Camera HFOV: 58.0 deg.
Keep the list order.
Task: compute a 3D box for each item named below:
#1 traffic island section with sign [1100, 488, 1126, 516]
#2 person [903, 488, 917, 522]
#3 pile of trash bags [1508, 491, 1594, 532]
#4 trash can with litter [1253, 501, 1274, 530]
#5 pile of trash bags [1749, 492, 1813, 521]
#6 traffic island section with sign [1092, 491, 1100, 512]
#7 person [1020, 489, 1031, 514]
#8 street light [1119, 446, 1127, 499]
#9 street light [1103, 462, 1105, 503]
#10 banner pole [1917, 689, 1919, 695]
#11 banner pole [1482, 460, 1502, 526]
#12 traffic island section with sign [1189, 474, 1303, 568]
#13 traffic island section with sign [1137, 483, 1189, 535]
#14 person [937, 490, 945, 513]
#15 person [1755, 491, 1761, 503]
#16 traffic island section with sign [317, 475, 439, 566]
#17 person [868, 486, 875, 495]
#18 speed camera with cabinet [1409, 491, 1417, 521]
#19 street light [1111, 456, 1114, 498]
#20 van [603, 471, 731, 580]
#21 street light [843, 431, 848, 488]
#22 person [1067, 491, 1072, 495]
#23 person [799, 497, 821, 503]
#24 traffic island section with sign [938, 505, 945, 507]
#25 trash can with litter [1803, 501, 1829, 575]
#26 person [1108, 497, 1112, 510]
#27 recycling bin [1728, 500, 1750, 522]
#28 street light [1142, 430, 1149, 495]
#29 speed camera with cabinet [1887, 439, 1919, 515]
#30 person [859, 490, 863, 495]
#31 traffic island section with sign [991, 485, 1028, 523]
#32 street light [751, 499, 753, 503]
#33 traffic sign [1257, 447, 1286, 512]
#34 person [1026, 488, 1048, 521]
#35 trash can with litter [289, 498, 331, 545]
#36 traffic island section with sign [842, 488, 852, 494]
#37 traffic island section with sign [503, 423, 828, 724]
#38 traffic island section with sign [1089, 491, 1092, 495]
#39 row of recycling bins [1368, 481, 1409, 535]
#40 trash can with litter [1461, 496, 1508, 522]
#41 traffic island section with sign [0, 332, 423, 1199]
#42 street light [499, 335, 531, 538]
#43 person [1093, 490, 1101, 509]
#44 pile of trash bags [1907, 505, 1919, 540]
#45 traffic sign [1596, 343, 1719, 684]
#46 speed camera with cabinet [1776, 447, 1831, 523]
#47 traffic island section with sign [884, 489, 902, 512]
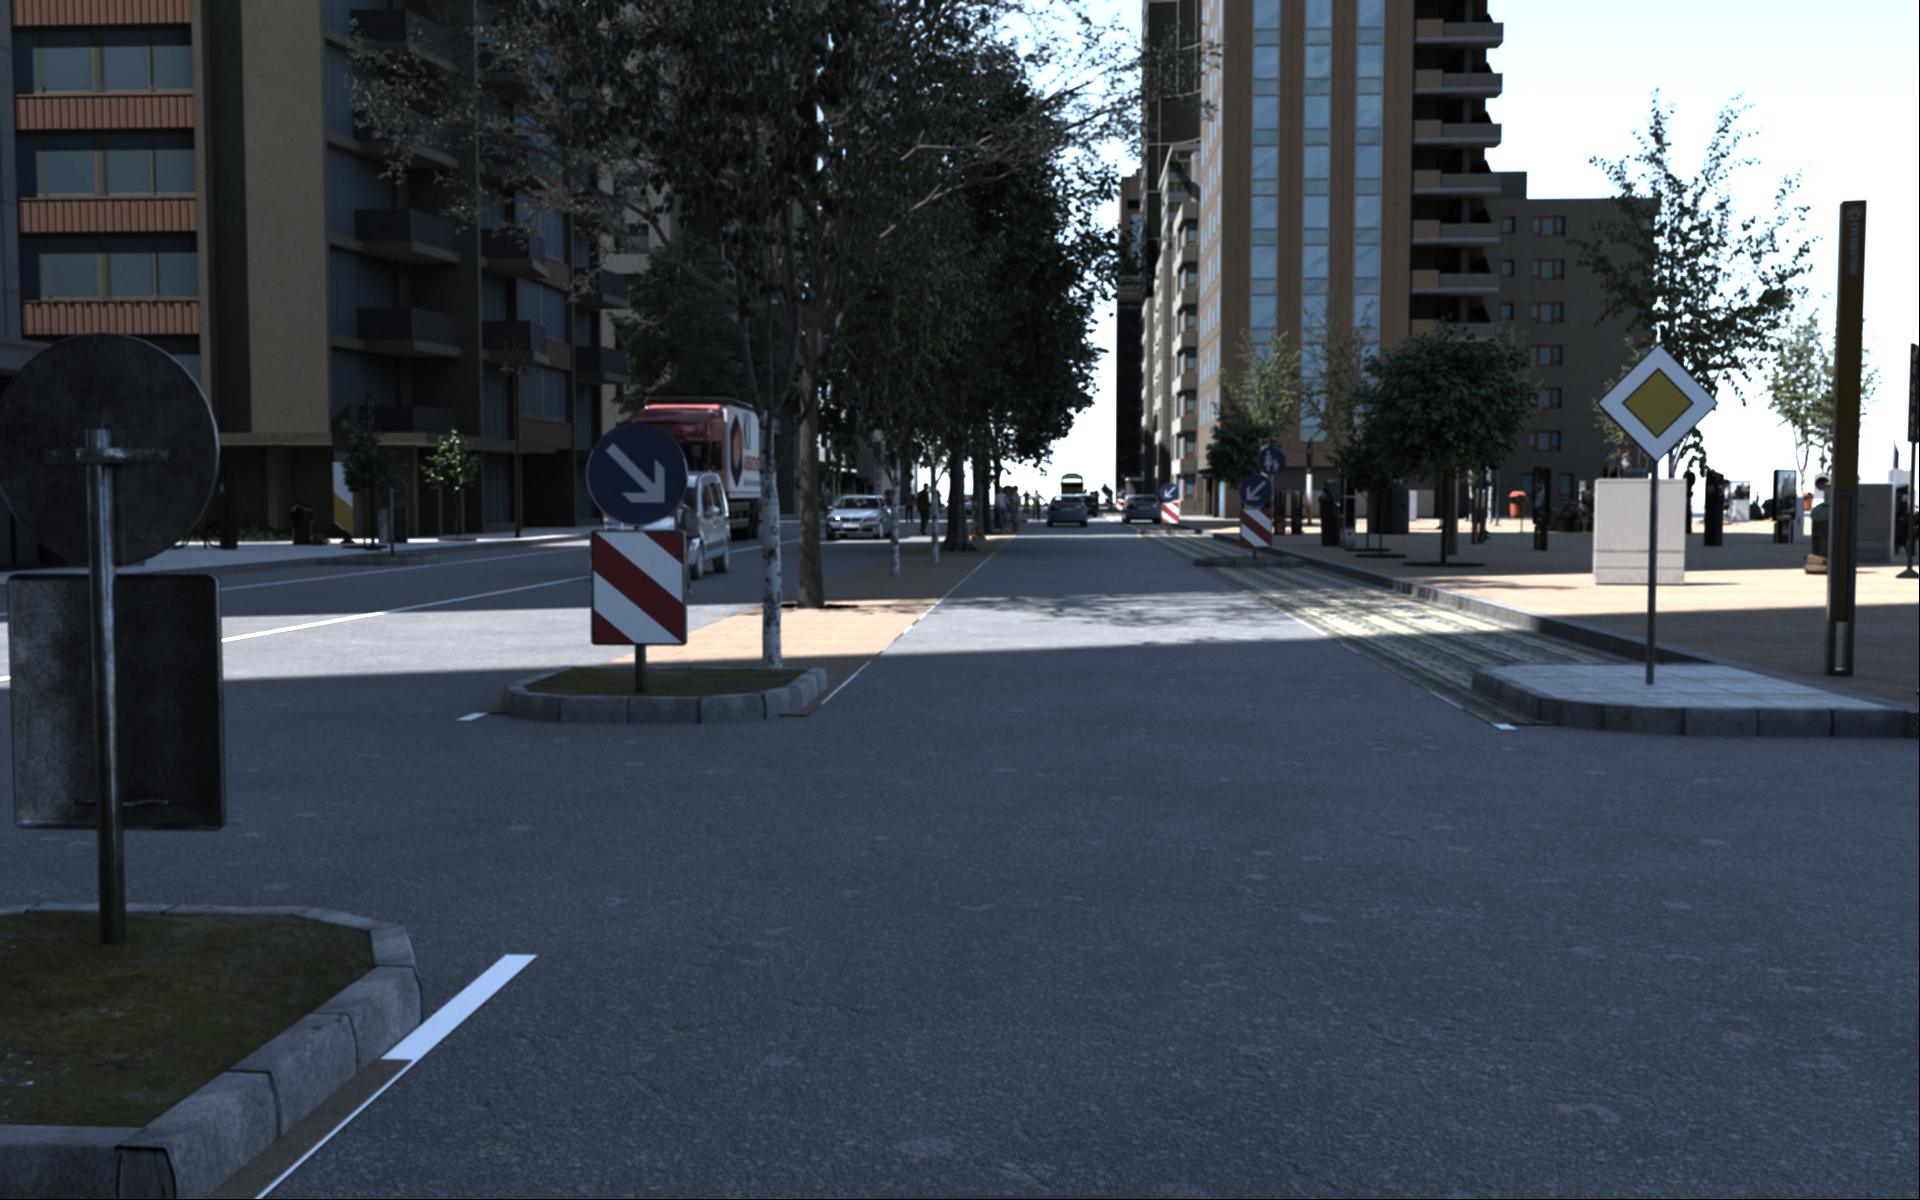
[{"bbox_3d":[10.227,-6.298,111.606,1.989,1.847,2.006,0,4,3],"label":"traffic island section with sign"},{"bbox_3d":[-2.478,-4.878,88.780,0.617,1.759,0.750,3,4,37],"label":"person"},{"bbox_3d":[20.154,-2.987,58.583,3.447,1.369,1.912,-1,4,-13],"label":"pile of trash bags"},{"bbox_3d":[8.604,-2.322,49.354,0.624,1.170,1.055,0,4,5],"label":"trash can with litter"},{"bbox_3d":[39.884,-4.537,83.932,3.447,1.369,1.912,-1,4,-17],"label":"pile of trash bags"},{"bbox_3d":[11.812,-7.944,138.514,1.989,1.847,2.006,0,4,3],"label":"traffic island section with sign"},{"bbox_3d":[4.914,-7.284,127.681,1.350,1.814,0.705,0,4,-2],"label":"person"},{"bbox_3d":[15.953,-12.139,171.256,0.468,5.910,1.993,0,4,3],"label":"street light"},{"bbox_3d":[20.447,-16.684,245.565,0.468,5.910,1.993,0,4,3],"label":"street light"},{"bbox_3d":[6.495,-1.285,11.021,0.863,3.779,0.401,-2,4,-35],"label":"banner pole"},{"bbox_3d":[21.369,-4.866,69.572,0.863,3.779,0.401,0,4,4],"label":"banner pole"},{"bbox_3d":[5.692,-1.580,34.466,1.989,1.847,2.006,0,4,3],"label":"traffic island section with sign"},{"bbox_3d":[7.284,-3.229,61.419,1.989,1.847,2.006,0,4,3],"label":"traffic island section with sign"},{"bbox_3d":[-1.554,-7.393,130.100,1.217,1.743,0.721,-2,4,-25],"label":"person"},{"bbox_3d":[75.350,-9.435,163.470,0.721,1.736,1.217,3,5,43],"label":"person"},{"bbox_3d":[-11.841,-1.647,35.551,1.989,1.847,2.006,0,4,3],"label":"traffic island section with sign"},{"bbox_3d":[-4.591,-4.943,88.949,0.705,1.869,1.348,2,4,25],"label":"person"},{"bbox_3d":[20.841,-5.394,82.529,0.660,3.252,2.038,-2,4,-32],"label":"speed camera with cabinet"},{"bbox_3d":[18.321,-14.411,208.404,0.468,5.910,1.993,0,4,3],"label":"street light"},{"bbox_3d":[-5.099,-1.422,30.266,2.013,2.044,4.112,0,4,2],"label":"van"},{"bbox_3d":[-8.395,-9.448,127.261,0.468,5.910,1.993,0,4,3],"label":"street light"},{"bbox_3d":[9.825,-8.901,154.970,0.756,1.711,0.436,2,4,30],"label":"person"},{"bbox_3d":[-7.830,-5.054,91.148,1.348,1.822,0.705,-1,4,-15],"label":"person"},{"bbox_3d":[-2.492,-11.364,194.428,1.989,1.847,2.006,0,4,3],"label":"traffic island section with sign"},{"bbox_3d":[13.972,-1.008,27.861,0.624,1.170,1.055,3,4,38],"label":"trash can with litter"},{"bbox_3d":[12.622,-8.374,146.359,0.436,1.711,0.756,0,4,6],"label":"person"},{"bbox_3d":[35.498,-4.062,78.963,0.722,1.027,0.722,0,4,-1],"label":"recycling bin"},{"bbox_3d":[13.406,-9.319,125.158,0.468,5.910,1.993,0,4,3],"label":"street light"},{"bbox_3d":[33.801,-4.131,61.875,0.660,3.252,2.038,1,4,8],"label":"speed camera with cabinet"},{"bbox_3d":[-7.043,-6.902,122.062,1.217,1.735,0.721,0,4,-2],"label":"person"},{"bbox_3d":[2.377,-4.809,86.766,2.006,1.907,1.989,0,4,3],"label":"traffic island section with sign"},{"bbox_3d":[-10.747,-7.133,89.410,0.468,5.910,1.993,0,4,3],"label":"street light"},{"bbox_3d":[8.425,-2.861,46.880,0.768,2.556,0.104,0,4,5],"label":"traffic sign"},{"bbox_3d":[4.102,-5.093,92.509,1.217,1.736,0.721,-1,4,-13],"label":"person"},{"bbox_3d":[-16.335,-1.969,43.588,1.055,1.170,0.624,1,4,17],"label":"trash can with litter"},{"bbox_3d":[-7.312,-6.358,112.584,1.989,1.847,2.006,0,4,3],"label":"traffic island section with sign"},{"bbox_3d":[-2.027,-0.221,11.756,2.006,1.907,1.989,0,4,3],"label":"traffic island section with sign"},{"bbox_3d":[15.039,-11.291,193.242,1.989,1.847,2.006,0,4,3],"label":"traffic island section with sign"},{"bbox_3d":[13.925,-3.024,56.552,1.069,1.692,3.534,0,4,5],"label":"row of recycling bins"},{"bbox_3d":[24.275,-4.239,80.361,2.233,1.210,1.678,2,4,24],"label":"trash can with litter"},{"bbox_3d":[-2.472,0.231,4.362,2.006,1.907,1.989,0,4,3],"label":"traffic island section with sign"},{"bbox_3d":[-12.942,-4.753,50.502,0.468,5.910,1.993,0,4,3],"label":"street light"},{"bbox_3d":[12.846,-9.428,162.655,1.348,1.823,0.705,-3,5,-41],"label":"person"},{"bbox_3d":[28.174,-2.331,47.858,3.447,1.369,1.912,-1,4,-9],"label":"pile of trash bags"},{"bbox_3d":[4.653,-0.488,11.627,0.795,2.450,0.064,0,4,3],"label":"traffic sign"},{"bbox_3d":[35.743,-4.831,73.324,2.038,3.252,0.660,2,4,27],"label":"speed camera with cabinet"},{"bbox_3d":[-5.738,-8.008,139.553,1.989,1.847,2.006,0,4,3],"label":"traffic island section with sign"}]
